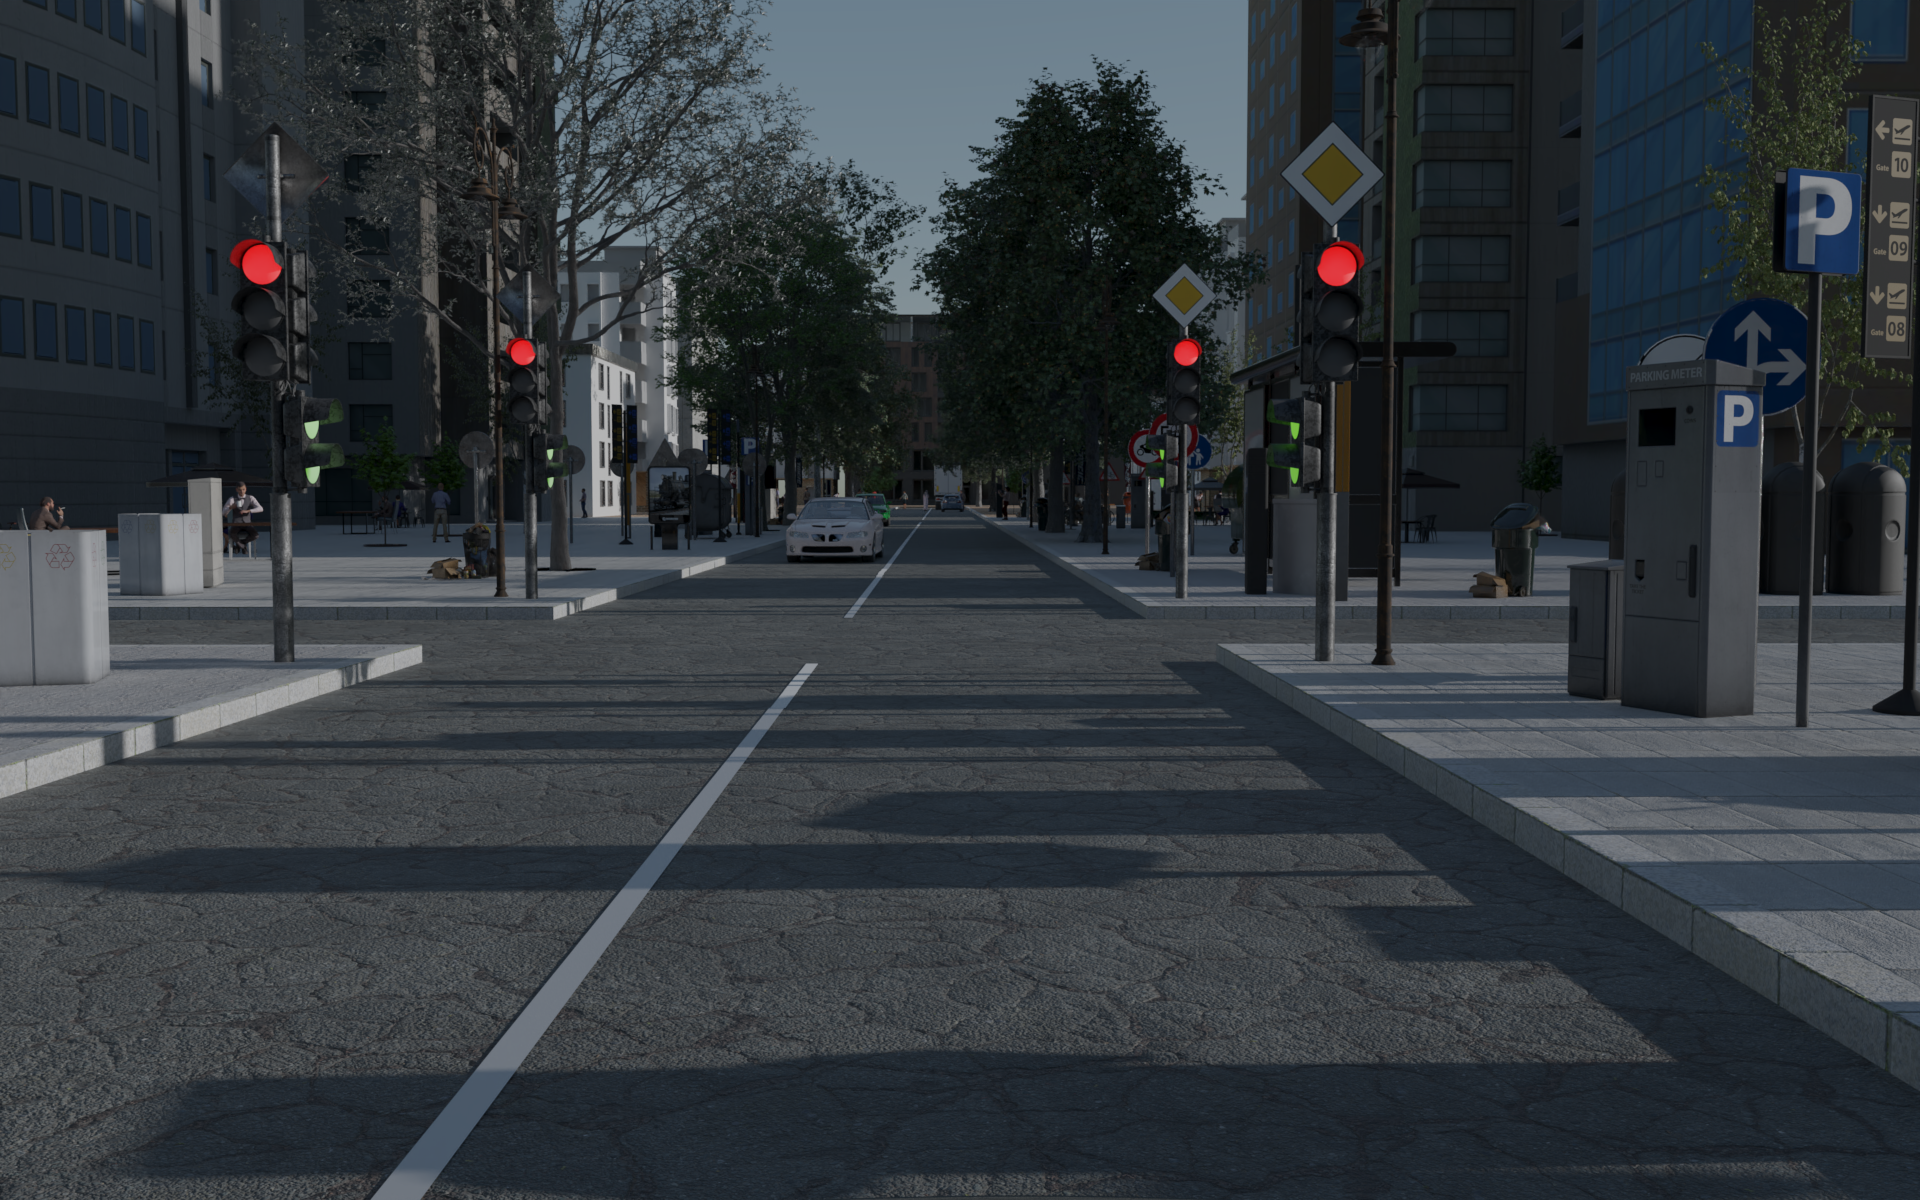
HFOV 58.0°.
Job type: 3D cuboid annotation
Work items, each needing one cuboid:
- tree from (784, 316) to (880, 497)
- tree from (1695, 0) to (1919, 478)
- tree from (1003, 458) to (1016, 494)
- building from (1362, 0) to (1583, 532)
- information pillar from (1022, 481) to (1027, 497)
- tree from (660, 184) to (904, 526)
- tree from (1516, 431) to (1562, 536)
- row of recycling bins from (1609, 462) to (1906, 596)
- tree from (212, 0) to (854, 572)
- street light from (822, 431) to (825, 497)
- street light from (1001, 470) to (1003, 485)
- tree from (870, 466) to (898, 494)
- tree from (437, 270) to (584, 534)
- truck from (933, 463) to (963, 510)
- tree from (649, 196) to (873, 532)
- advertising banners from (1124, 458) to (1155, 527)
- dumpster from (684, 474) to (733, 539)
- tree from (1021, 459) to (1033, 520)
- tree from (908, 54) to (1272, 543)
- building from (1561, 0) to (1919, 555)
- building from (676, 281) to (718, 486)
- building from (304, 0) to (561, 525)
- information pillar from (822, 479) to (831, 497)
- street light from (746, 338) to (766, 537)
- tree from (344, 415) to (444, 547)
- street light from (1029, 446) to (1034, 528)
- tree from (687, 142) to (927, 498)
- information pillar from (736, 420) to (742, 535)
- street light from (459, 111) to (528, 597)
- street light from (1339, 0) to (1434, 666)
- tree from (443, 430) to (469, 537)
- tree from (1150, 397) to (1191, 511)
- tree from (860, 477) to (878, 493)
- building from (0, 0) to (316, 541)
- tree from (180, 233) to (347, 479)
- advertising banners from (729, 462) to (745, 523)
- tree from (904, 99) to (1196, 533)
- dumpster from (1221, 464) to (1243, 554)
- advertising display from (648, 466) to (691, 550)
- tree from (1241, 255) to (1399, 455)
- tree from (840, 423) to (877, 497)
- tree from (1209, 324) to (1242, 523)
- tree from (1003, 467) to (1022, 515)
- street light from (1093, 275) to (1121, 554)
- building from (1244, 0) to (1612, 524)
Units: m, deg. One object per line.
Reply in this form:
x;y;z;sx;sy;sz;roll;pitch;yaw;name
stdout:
-6.992;-11.759;109.260;9.611;12.733;9.660;0;3;0;tree
12.792;-4.612;25.767;4.737;8.622;4.395;0;3;0;tree
3.271;-10.051;114.693;4.360;8.622;3.978;0;3;0;tree
22.535;-23.326;64.974;14.154;41.232;14.086;0;4;-1;building
3.616;-5.585;95.811;0.304;2.012;0.304;1;4;15;information pillar
-7.020;-10.005;70.232;9.857;13.997;8.962;0;3;0;tree
17.970;-3.581;53.158;1.663;3.219;1.824;0;3;0;tree
10.283;-0.934;22.386;3.534;1.692;1.069;1;4;10;row of recycling bins
-6.807;-7.224;28.476;12.009;13.543;11.850;0;3;0;tree
-6.308;-6.568;80.177;0.468;5.910;1.993;0;4;-1;street light
2.328;-7.491;95.262;0.468;5.910;1.993;0;4;-1;street light
-7.930;-11.602;173.404;4.285;4.588;4.351;0;3;0;tree
-14.353;-6.464;56.052;4.360;8.622;3.978;0;3;0;tree
-1.115;-10.469;160.074;2.839;4.237;11.283;0;4;-1;truck
-6.789;-8.194;59.724;9.928;11.665;9.643;0;3;0;tree
6.968;-4.362;67.507;0.090;3.025;2.074;-2;4;-30;advertising banners
-7.257;-2.698;49.863;1.264;1.857;1.865;0;4;0;dumpster
3.184;-8.306;86.168;4.737;8.622;4.395;0;3;0;tree
3.485;-7.874;45.746;9.611;12.733;9.660;0;3;0;tree
24.207;-23.959;41.842;14.200;45.320;14.600;0;4;-1;building
-37.806;-17.367;150.414;31.486;18.905;16.747;0;4;-1;building
-26.325;-18.670;76.961;14.160;30.474;14.107;0;4;-1;building
-6.540;-4.931;85.115;0.304;2.012;0.304;3;5;45;information pillar
-6.022;-4.802;51.303;0.468;5.910;1.993;0;4;-1;street light
-13.963;-2.916;42.280;1.663;3.219;1.824;0;3;0;tree
2.721;-5.703;66.024;0.468;5.910;1.993;0;4;-1;street light
-8.433;-14.519;93.272;12.611;20.169;13.585;0;3;0;tree
-6.954;-3.852;54.331;0.183;3.616;0.504;-1;4;-8;information pillar
-5.735;-2.977;21.466;0.468;5.910;1.993;0;4;-1;street light
3.189;-2.451;12.865;0.468;5.910;1.993;0;4;-1;street light
-15.610;-3.531;52.340;1.663;3.219;1.824;0;3;0;tree
12.009;-8.719;92.919;4.360;8.622;3.978;0;3;0;tree
-8.152;-9.622;151.917;1.663;3.219;1.824;0;3;0;tree
-33.711;-30.882;46.923;21.231;58.520;28.212;0;4;-1;building
-19.099;-5.967;47.923;4.360;8.622;3.978;0;3;0;tree
-9.409;-4.943;76.999;2.074;3.025;0.090;-2;4;-34;advertising banners
3.291;-9.211;57.263;9.857;13.997;8.962;0;3;0;tree
6.356;-2.058;36.135;1.502;2.255;1.985;0;4;-1;dumpster
-6.679;-2.118;39.844;0.974;1.923;0.123;0;4;-2;advertising display
11.733;-6.334;53.926;4.737;8.622;4.395;0;3;0;tree
-7.347;-10.430;120.894;4.737;8.622;4.395;0;3;0;tree
11.907;-7.677;75.879;4.737;8.622;4.395;0;3;0;tree
3.499;-6.947;108.181;1.663;3.219;1.824;0;3;0;tree
3.097;-3.909;36.706;0.468;5.910;1.993;0;4;-1;street light
22.559;-26.718;86.952;14.600;45.320;14.200;0;4;-1;building
